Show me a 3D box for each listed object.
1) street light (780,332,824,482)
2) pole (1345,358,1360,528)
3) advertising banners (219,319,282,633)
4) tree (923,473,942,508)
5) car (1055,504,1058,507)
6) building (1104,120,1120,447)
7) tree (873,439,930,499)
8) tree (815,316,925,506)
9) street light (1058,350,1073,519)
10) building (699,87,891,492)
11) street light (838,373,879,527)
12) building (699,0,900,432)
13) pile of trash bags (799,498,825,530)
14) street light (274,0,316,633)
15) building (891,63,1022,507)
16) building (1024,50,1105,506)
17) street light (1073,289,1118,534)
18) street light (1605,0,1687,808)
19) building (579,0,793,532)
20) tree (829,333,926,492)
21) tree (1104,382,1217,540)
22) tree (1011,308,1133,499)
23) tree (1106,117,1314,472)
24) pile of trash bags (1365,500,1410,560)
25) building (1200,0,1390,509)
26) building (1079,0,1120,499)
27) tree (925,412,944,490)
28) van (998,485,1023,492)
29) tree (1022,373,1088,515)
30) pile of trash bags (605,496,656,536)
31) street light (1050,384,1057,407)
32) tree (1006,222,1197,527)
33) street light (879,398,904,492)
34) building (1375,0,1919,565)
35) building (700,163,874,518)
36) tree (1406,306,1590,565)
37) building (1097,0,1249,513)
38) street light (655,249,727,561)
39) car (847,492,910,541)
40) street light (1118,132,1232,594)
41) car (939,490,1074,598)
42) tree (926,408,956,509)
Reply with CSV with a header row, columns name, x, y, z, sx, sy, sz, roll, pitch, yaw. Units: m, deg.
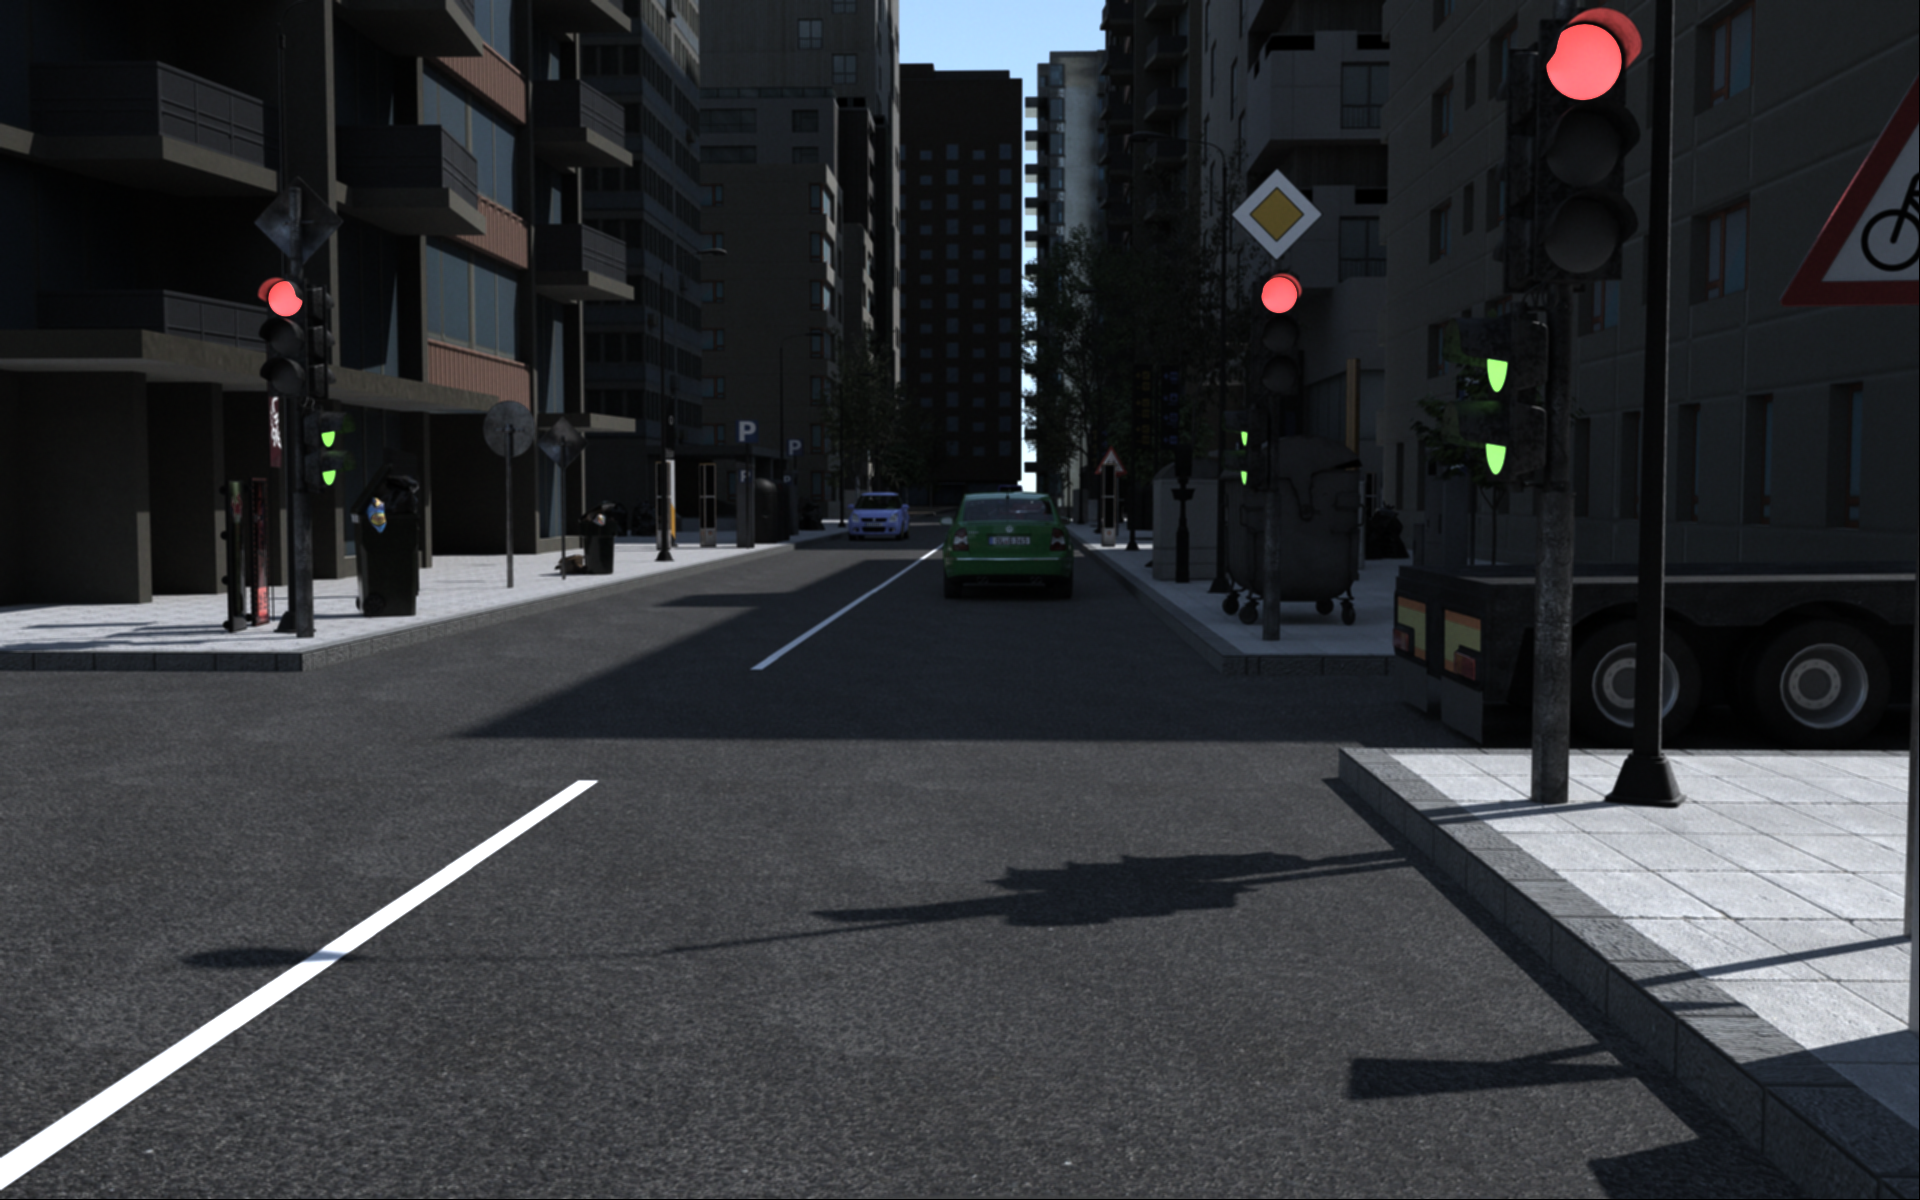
name,x,y,z,sx,sy,sz,roll,pitch,yaw
street light,-4.586,-4.723,49.761,1.470,5.913,1.316,0,4,2
pole,5.930,-1.979,26.199,0.158,3.312,0.155,0,3,0
advertising banners,-6.852,-1.264,16.851,0.090,3.025,2.074,0,4,-7
tree,-2.352,-10.224,161.765,1.663,3.219,1.824,0,3,0
car,2.270,-3.090,59.559,2.155,1.783,4.494,0,4,4
building,18.112,-22.208,134.797,14.160,30.474,14.107,0,4,2
tree,-3.479,-7.081,99.493,4.285,4.588,4.351,0,3,0
tree,-4.319,-7.471,72.513,4.737,8.622,4.395,0,3,0
street light,4.003,-5.108,56.055,1.470,5.913,1.316,0,4,2
building,-12.567,-21.707,126.610,14.160,30.474,14.107,0,4,2
street light,-4.008,-5.749,66.534,1.470,5.913,1.316,0,4,2
building,-19.030,-34.229,148.884,27.495,52.752,28.713,0,4,2
pile of trash bags,-5.955,-3.214,62.299,1.912,1.369,3.447,-1,4,-12
street light,-5.653,-2.653,15.923,1.470,5.913,1.316,0,4,2
building,-0.546,-32.635,183.699,14.200,45.320,14.600,0,4,2
building,22.208,-34.721,187.290,30.456,49.044,23.786,0,4,2
street light,3.384,-4.082,39.283,1.470,5.913,1.316,0,4,2
street light,2.334,-2.114,7.104,1.470,5.913,1.316,0,4,2
building,-23.278,-22.904,66.366,32.217,40.220,23.993,0,4,2
tree,-4.048,-7.867,78.984,4.360,8.622,3.978,0,3,0
tree,5.573,-3.981,48.798,4.285,4.588,4.351,0,3,0
tree,6.015,-9.047,82.324,7.601,10.594,8.767,1,4,15
tree,4.767,-5.180,35.052,4.360,8.622,3.978,0,3,0
pile of trash bags,7.569,-1.571,35.443,1.912,1.369,3.447,-2,4,-28
building,24.775,-29.469,71.049,28.713,52.752,27.495,0,4,2
building,21.171,-43.607,151.227,20.563,71.187,20.611,0,4,2
tree,-3.339,-9.843,111.294,4.737,8.622,4.395,0,3,0
van,3.478,-7.109,120.609,2.240,2.365,5.245,0,4,1
tree,6.025,-9.437,104.654,4.737,8.622,4.395,0,3,0
pile of trash bags,-10.787,-2.639,52.903,3.447,1.369,1.912,-1,4,-8
street light,4.589,-6.165,73.332,1.470,5.913,1.316,0,4,2
tree,5.516,-8.675,67.584,9.928,11.665,9.643,0,3,0
street light,-3.383,-6.803,83.774,1.470,5.913,1.316,0,4,2
building,24.465,-11.245,28.896,28.899,21.520,27.650,0,4,2
building,-20.299,-15.941,105.671,27.650,21.520,28.899,0,4,2
tree,5.441,-1.433,18.038,1.663,3.219,1.824,0,3,0
building,20.373,-27.989,112.245,22.147,44.769,28.867,0,4,2
street light,-5.119,-3.696,32.973,1.470,5.913,1.316,0,4,2
car,-2.533,-2.746,54.488,1.945,1.707,3.694,0,4,3
street light,2.850,-3.047,22.363,1.470,5.913,1.316,0,4,2
car,0.667,-1.001,25.160,1.959,1.807,4.718,0,4,0
tree,-2.466,-12.144,148.922,4.360,8.622,3.978,0,3,0
